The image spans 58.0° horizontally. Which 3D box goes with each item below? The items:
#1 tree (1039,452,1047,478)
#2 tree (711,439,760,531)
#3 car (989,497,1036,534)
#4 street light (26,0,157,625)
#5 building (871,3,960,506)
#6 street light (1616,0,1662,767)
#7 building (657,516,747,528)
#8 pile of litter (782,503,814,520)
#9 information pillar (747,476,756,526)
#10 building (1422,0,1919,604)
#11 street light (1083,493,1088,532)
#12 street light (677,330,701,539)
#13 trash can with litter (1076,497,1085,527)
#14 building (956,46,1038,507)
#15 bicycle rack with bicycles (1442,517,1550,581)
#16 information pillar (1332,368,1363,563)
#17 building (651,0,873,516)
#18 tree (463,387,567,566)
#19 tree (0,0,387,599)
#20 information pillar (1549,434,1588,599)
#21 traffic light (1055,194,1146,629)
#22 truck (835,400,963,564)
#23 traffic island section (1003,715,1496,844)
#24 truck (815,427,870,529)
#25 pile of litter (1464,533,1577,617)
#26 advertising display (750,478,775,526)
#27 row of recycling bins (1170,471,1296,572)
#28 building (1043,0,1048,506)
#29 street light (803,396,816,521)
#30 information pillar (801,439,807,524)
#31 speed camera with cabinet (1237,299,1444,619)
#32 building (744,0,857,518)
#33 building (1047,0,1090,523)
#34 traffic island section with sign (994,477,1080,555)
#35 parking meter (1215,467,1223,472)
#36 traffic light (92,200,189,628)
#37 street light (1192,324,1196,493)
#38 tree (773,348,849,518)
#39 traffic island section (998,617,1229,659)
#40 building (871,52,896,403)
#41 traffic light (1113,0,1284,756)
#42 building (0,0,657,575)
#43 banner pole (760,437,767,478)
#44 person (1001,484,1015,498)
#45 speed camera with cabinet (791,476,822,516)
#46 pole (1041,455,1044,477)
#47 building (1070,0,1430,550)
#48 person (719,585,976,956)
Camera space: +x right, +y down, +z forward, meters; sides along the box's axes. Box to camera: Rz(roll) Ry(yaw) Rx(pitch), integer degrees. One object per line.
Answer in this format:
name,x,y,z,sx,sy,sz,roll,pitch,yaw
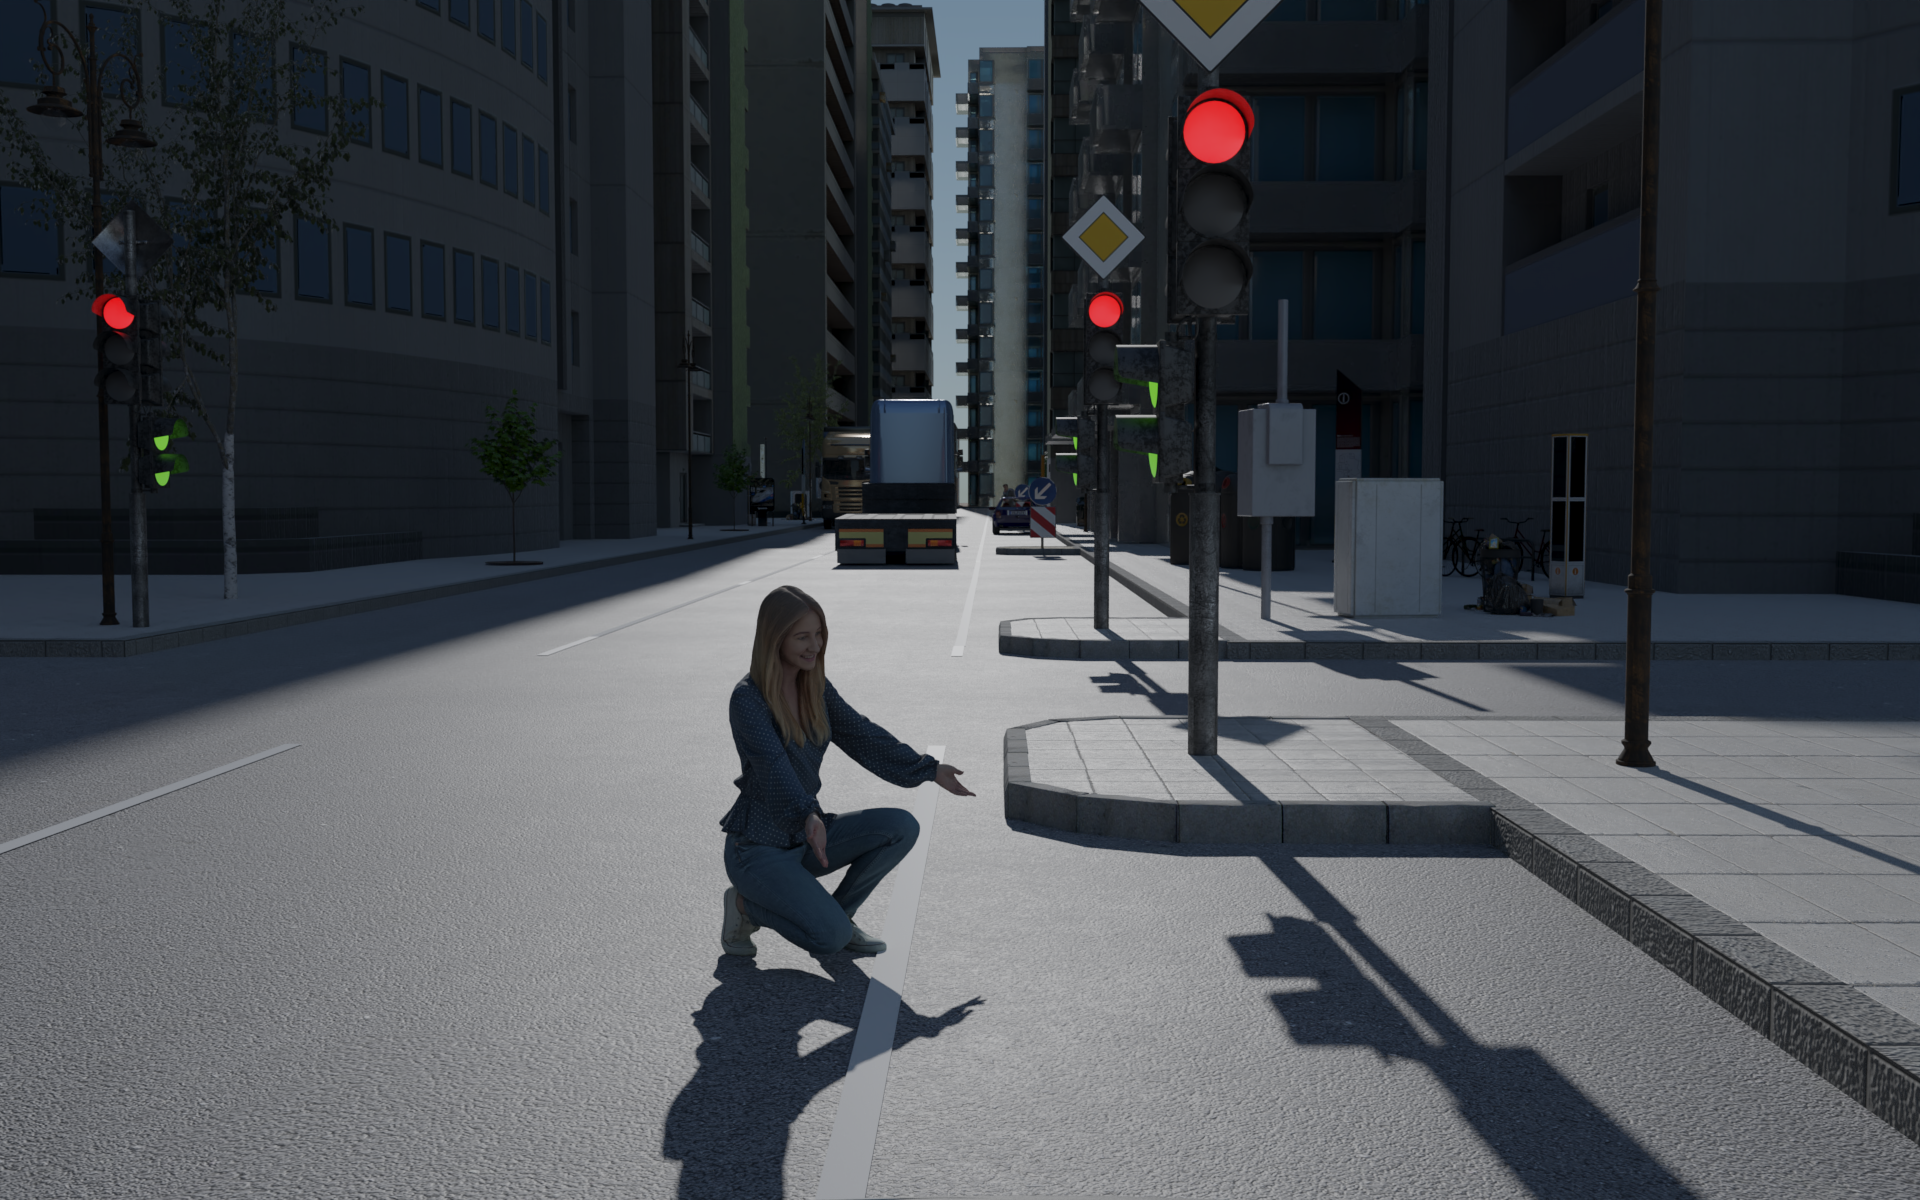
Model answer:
tree,6.016,-6.827,95.336,4.285,4.588,4.351,0,3,0
tree,-7.745,-4.016,60.264,1.663,3.219,1.824,0,3,0
car,2.032,-3.076,62.875,1.945,1.354,3.894,0,4,0
street light,-8.352,-2.694,16.830,0.468,5.910,1.993,0,4,1
building,-14.061,-36.683,189.008,27.495,52.752,28.713,0,4,1
street light,3.204,-2.156,8.033,0.468,5.910,1.993,0,4,1
building,-16.221,-23.472,67.363,14.154,41.232,14.086,0,4,1
pile of litter,-8.093,-4.377,85.524,1.719,0.858,1.176,1,4,17
information pillar,-8.477,-4.032,70.413,0.304,2.012,0.304,-1,4,-20
building,23.298,-29.521,24.662,28.212,58.520,21.231,0,4,1
street light,4.258,-5.243,58.516,0.468,5.910,1.993,0,4,1
street light,-7.663,-4.665,49.064,0.468,5.910,1.993,0,4,1
trash can with litter,4.924,-3.501,68.633,0.624,1.170,1.055,0,4,-2
building,14.857,-34.635,185.887,30.456,49.044,23.786,0,4,1
bicycle rack with bicycles,7.418,-0.789,26.283,2.852,0.926,2.925,-1,4,-17
information pillar,7.222,-2.502,32.262,0.504,3.616,0.183,1,4,23
building,-13.528,-26.693,120.021,14.154,41.232,14.086,0,4,1
tree,-7.966,-2.251,31.401,1.663,3.219,1.824,0,3,0
tree,-9.167,-4.317,20.944,4.360,8.622,3.978,0,3,0
information pillar,7.466,-1.025,21.257,0.304,2.012,0.304,-1,4,-23
traffic light,1.331,-1.682,16.419,0.839,4.253,0.868,0,4,1
truck,-1.334,-3.297,43.663,2.967,4.110,18.799,0,4,0
traffic island section,1.219,0.840,8.548,2.009,0.180,2.903,0,4,1
truck,-4.460,-5.217,74.211,2.839,4.237,11.283,0,4,-1
pile of litter,6.114,-0.300,18.877,1.176,0.858,1.719,1,4,15
advertising display,-7.848,-3.892,68.843,0.974,1.923,0.123,0,4,7
row of recycling bins,4.758,-1.420,30.331,1.069,1.692,3.534,-1,4,-20
building,16.532,-35.632,124.581,21.231,58.520,28.212,0,4,1
street light,-7.077,-6.661,81.696,0.468,5.910,1.993,0,4,1
information pillar,-6.652,-5.030,73.591,0.183,3.616,0.504,0,4,3
speed camera with cabinet,3.948,-1.447,17.990,2.038,3.252,0.660,0,4,-7
building,-17.618,-29.258,102.063,21.300,48.544,21.600,0,4,1
building,11.115,-18.972,81.894,14.160,30.474,14.107,0,4,1
traffic island section with sign,1.849,-2.006,41.422,1.989,1.847,2.006,0,4,1
parking meter,5.346,-1.874,36.357,0.255,1.863,0.399,3,5,44
traffic light,-7.879,-1.692,16.578,0.839,4.253,0.868,0,4,1
street light,3.585,-3.268,26.221,0.468,5.910,1.993,0,4,1
tree,-7.658,-8.429,88.172,4.737,8.622,4.395,0,3,0
traffic island section,1.371,0.352,16.532,2.009,0.180,2.903,0,4,1
building,-17.901,-28.133,151.852,23.993,40.220,32.217,0,4,1
traffic light,1.179,-1.194,8.435,0.839,4.253,0.868,0,4,1
building,-20.094,-30.325,37.809,21.231,58.520,28.212,0,4,1
banner pole,-8.611,-5.265,76.094,0.401,3.779,0.863,-2,4,-29
person,1.958,-3.776,70.043,0.655,1.846,0.447,3,4,37
speed camera with cabinet,-7.902,-5.943,91.512,2.038,3.252,0.660,-1,4,-14
pole,4.348,-5.946,91.058,0.158,3.312,0.155,0,3,0
building,14.723,-26.387,51.028,23.786,49.044,30.456,0,4,1
person,-0.361,0.526,5.402,0.738,1.151,1.012,3,4,38
